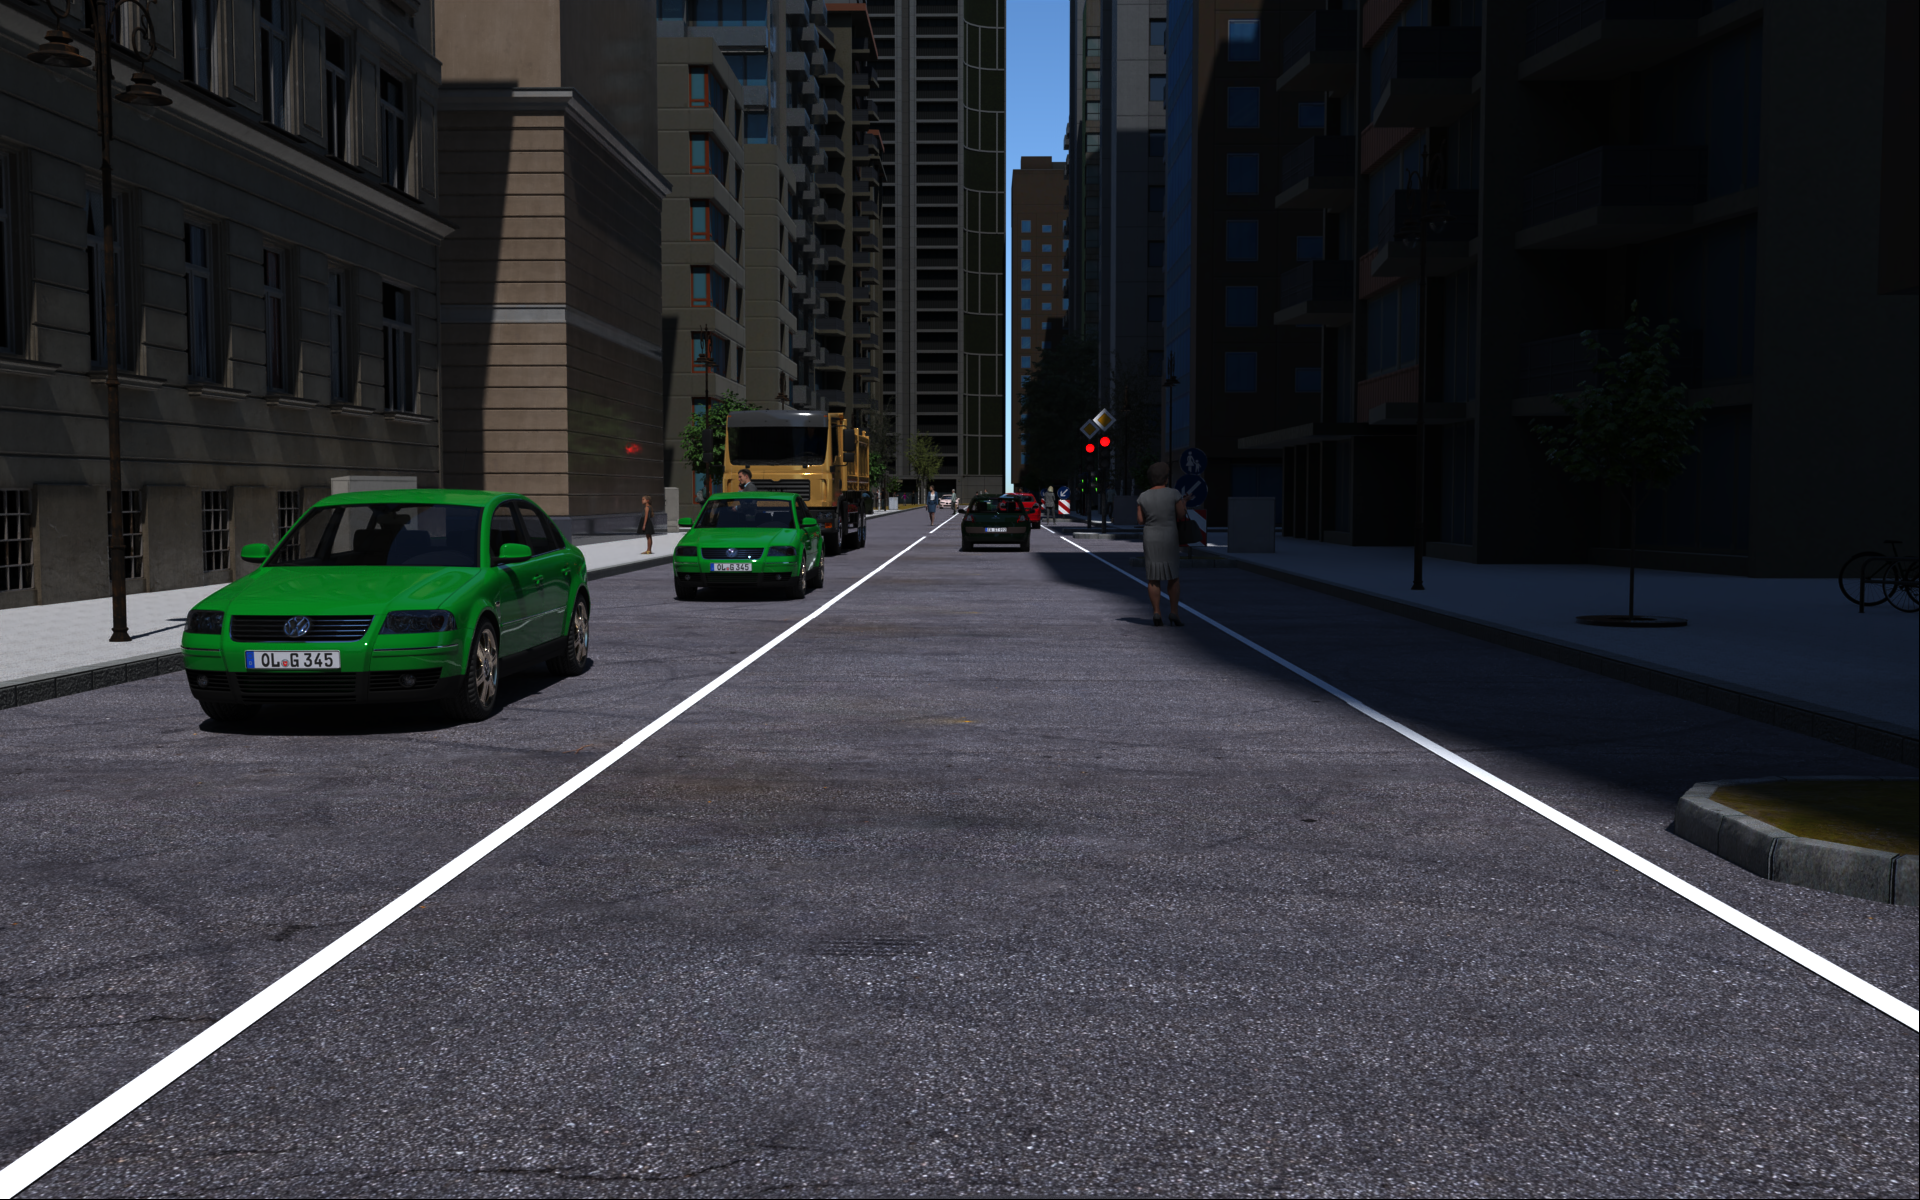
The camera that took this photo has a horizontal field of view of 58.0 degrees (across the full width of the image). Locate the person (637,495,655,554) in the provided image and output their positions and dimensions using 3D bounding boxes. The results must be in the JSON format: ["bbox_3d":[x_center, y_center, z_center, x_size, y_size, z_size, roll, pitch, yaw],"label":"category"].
[{"bbox_3d":[-6.686,-1.598,36.843,0.373,1.253,0.362,0,4,-2],"label":"person"}]

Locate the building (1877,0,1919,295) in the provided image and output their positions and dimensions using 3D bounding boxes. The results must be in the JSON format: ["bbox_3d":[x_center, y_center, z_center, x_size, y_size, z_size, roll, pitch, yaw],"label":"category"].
[{"bbox_3d":[13.346,-21.643,3.967,14.600,45.320,14.200,0,4,1],"label":"building"}]

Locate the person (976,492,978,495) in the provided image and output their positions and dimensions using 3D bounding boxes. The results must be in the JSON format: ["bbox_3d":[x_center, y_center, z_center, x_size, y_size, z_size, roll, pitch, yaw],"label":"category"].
[{"bbox_3d":[2.223,-12.593,215.099,0.721,1.736,1.217,0,4,1],"label":"person"}]

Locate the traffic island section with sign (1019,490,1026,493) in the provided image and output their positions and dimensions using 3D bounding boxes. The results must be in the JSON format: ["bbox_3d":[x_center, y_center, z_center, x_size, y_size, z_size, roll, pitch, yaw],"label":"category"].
[{"bbox_3d":[6.747,-11.319,193.686,1.989,1.847,2.006,0,4,1],"label":"traffic island section with sign"}]

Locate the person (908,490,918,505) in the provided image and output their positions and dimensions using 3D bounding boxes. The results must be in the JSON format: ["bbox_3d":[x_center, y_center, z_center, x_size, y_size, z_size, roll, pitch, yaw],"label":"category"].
[{"bbox_3d":[-5.391,-11.802,199.728,1.217,1.735,0.721,0,4,5],"label":"person"}]

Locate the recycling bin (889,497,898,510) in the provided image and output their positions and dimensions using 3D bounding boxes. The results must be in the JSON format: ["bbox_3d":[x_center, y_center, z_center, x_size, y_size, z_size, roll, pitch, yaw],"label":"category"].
[{"bbox_3d":[-5.340,-7.709,138.588,0.722,1.027,0.722,0,4,-6],"label":"recycling bin"}]

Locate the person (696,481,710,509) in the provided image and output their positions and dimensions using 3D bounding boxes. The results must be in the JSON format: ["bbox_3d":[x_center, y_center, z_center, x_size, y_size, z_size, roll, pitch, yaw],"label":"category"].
[{"bbox_3d":[-9.652,-3.653,65.747,0.713,1.824,0.794,0,4,1],"label":"person"}]

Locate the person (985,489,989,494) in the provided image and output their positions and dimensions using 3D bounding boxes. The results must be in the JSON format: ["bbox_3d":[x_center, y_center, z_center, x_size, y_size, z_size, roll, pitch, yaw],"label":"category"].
[{"bbox_3d":[1.998,-7.782,135.830,0.767,1.812,0.694,-1,4,-22],"label":"person"}]

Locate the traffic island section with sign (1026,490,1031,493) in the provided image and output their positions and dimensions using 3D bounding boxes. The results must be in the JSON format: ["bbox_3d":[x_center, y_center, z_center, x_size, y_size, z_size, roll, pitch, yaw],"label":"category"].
[{"bbox_3d":[5.609,-6.577,116.162,1.989,1.847,2.006,0,4,1],"label":"traffic island section with sign"}]

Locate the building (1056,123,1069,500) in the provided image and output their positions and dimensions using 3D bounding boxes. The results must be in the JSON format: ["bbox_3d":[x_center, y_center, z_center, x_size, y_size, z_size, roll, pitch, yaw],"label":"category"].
[{"bbox_3d":[23.205,-35.337,197.372,23.786,49.044,30.456,0,4,1],"label":"building"}]

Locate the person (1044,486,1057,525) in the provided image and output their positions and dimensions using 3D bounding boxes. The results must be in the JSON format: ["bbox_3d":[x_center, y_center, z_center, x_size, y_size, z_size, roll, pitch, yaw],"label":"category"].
[{"bbox_3d":[4.183,-4.396,80.558,0.537,1.800,0.526,2,4,27],"label":"person"}]

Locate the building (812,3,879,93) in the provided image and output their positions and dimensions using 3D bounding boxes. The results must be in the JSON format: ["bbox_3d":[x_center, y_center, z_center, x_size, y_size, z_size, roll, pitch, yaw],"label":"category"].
[{"bbox_3d":[-18.662,-30.535,153.865,22.147,44.769,28.867,0,4,1],"label":"building"}]

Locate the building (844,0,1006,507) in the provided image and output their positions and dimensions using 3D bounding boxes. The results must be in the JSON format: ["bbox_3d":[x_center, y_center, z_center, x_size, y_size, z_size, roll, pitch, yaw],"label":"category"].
[{"bbox_3d":[-4.066,-48.672,234.033,20.611,71.187,20.563,0,4,1],"label":"building"}]

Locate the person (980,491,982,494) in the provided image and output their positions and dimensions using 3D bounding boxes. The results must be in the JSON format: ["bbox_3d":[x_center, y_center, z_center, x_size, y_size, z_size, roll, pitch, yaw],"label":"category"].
[{"bbox_3d":[2.381,-10.948,188.227,0.721,1.736,1.217,-1,4,-20],"label":"person"}]

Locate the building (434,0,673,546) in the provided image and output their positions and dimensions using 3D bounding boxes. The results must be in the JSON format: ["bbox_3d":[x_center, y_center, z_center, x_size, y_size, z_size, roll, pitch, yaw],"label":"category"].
[{"bbox_3d":[-19.070,-16.022,47.857,20.117,28.700,13.634,0,4,1],"label":"building"}]

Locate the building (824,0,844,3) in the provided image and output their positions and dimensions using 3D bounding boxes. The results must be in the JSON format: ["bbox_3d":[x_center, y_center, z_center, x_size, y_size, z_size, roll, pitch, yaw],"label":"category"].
[{"bbox_3d":[-17.811,-45.229,177.741,20.563,71.187,20.611,0,4,1],"label":"building"}]

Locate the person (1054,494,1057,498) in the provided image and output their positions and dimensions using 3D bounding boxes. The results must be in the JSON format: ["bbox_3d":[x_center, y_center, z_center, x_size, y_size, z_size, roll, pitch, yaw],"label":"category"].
[{"bbox_3d":[9.227,-10.466,177.123,1.348,1.831,0.705,0,4,-8],"label":"person"}]

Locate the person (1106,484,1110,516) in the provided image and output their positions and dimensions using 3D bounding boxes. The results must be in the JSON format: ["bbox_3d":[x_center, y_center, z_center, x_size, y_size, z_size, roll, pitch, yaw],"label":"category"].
[{"bbox_3d":[8.149,-5.477,95.619,0.654,1.822,0.581,-1,4,-16],"label":"person"}]

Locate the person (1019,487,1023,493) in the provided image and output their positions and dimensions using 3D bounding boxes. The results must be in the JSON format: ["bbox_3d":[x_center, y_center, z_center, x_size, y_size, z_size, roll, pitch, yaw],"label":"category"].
[{"bbox_3d":[3.577,-5.654,100.922,0.713,1.824,0.794,2,4,29],"label":"person"}]

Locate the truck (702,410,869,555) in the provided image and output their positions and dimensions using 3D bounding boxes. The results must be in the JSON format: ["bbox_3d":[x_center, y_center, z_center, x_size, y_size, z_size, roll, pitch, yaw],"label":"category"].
[{"bbox_3d":[-3.951,-2.866,42.781,3.469,3.379,9.791,0,4,2],"label":"truck"}]

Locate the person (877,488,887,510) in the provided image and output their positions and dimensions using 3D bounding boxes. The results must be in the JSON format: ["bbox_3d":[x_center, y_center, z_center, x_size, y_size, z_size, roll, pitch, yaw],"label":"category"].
[{"bbox_3d":[-6.341,-8.332,142.282,0.705,1.822,1.348,3,4,36],"label":"person"}]

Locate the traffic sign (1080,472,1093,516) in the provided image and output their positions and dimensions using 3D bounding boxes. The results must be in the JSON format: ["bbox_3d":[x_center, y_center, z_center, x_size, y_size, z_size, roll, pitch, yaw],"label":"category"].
[{"bbox_3d":[7.296,-6.116,100.107,0.768,2.556,0.104,1,4,10],"label":"traffic sign"}]

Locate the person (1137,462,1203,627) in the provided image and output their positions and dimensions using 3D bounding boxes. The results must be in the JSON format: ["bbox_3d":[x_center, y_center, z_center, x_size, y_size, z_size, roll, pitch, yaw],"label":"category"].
[{"bbox_3d":[2.292,-0.609,18.808,0.716,1.782,0.532,1,4,20],"label":"person"}]

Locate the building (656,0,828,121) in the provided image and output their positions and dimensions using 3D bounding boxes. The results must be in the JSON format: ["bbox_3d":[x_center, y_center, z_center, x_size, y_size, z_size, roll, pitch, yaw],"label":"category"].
[{"bbox_3d":[-20.763,-30.435,117.222,23.786,49.044,30.456,0,4,1],"label":"building"}]

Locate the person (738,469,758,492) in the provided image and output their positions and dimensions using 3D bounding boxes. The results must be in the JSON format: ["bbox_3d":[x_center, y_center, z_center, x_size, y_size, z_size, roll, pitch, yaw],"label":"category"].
[{"bbox_3d":[-3.530,-1.234,28.475,0.447,1.846,0.655,-1,4,-9],"label":"person"}]

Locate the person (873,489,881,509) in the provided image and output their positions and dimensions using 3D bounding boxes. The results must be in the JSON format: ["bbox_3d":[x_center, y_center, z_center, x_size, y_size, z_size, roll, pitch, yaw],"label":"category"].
[{"bbox_3d":[-7.138,-8.701,149.099,0.445,1.727,0.742,2,4,31],"label":"person"}]

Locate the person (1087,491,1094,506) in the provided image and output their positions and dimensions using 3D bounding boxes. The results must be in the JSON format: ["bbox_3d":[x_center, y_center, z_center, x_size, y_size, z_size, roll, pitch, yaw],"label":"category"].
[{"bbox_3d":[9.739,-7.667,131.389,0.794,1.824,0.713,-2,4,-30],"label":"person"}]

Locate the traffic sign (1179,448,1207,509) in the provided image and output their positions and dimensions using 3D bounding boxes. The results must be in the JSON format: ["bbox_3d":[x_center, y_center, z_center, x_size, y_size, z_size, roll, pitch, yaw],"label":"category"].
[{"bbox_3d":[6.436,-2.920,47.843,0.768,2.556,0.104,0,4,2],"label":"traffic sign"}]

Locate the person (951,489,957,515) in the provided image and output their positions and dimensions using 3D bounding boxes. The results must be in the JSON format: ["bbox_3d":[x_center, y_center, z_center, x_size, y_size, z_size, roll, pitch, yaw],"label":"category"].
[{"bbox_3d":[-0.385,-6.842,120.860,0.515,1.767,0.782,1,4,13],"label":"person"}]

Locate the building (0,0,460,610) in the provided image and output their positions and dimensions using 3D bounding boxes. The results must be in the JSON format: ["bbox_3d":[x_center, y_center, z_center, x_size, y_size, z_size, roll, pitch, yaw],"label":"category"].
[{"bbox_3d":[-17.826,-11.428,20.135,16.112,22.955,30.059,0,4,1],"label":"building"}]

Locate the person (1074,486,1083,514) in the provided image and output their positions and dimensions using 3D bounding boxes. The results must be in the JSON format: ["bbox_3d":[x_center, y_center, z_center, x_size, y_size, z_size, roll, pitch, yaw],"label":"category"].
[{"bbox_3d":[7.796,-6.581,113.825,0.592,1.802,0.473,-2,4,-27],"label":"person"}]

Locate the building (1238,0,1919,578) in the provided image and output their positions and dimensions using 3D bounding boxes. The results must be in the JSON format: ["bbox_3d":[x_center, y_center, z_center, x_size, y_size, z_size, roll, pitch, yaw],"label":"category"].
[{"bbox_3d":[19.191,-23.477,38.477,22.147,44.769,28.867,0,4,1],"label":"building"}]

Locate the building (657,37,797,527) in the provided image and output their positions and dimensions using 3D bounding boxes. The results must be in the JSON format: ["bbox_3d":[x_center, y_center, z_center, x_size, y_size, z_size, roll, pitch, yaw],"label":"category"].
[{"bbox_3d":[-22.956,-14.400,80.483,27.650,21.520,28.899,0,4,1],"label":"building"}]

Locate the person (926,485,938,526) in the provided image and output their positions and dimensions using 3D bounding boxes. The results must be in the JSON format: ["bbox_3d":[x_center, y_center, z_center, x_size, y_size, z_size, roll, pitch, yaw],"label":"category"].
[{"bbox_3d":[-1.238,-4.270,78.338,0.581,1.822,0.654,1,4,16],"label":"person"}]

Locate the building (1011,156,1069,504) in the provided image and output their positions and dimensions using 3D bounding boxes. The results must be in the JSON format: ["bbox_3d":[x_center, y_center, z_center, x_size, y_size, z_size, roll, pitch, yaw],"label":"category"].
[{"bbox_3d":[14.064,-35.621,232.513,14.200,45.320,14.600,0,4,1],"label":"building"}]

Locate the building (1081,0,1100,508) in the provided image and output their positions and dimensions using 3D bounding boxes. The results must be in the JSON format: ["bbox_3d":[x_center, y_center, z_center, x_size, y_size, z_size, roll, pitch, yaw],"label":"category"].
[{"bbox_3d":[17.195,-28.288,146.101,14.154,41.232,14.086,0,4,1],"label":"building"}]

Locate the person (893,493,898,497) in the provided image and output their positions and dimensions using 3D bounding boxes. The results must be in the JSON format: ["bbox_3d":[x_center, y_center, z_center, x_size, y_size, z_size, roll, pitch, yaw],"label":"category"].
[{"bbox_3d":[-8.207,-12.955,220.845,0.750,1.759,0.617,-1,4,-10],"label":"person"}]

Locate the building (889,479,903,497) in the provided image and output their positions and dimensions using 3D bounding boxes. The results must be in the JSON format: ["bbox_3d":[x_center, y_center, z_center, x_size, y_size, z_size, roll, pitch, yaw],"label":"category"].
[{"bbox_3d":[-21.670,-33.479,202.013,28.867,44.769,22.147,0,4,1],"label":"building"}]

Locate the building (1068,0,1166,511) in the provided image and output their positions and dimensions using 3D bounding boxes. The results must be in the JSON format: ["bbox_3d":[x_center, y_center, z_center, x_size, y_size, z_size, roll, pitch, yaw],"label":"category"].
[{"bbox_3d":[21.030,-38.241,167.247,21.231,58.520,28.212,0,4,1],"label":"building"}]

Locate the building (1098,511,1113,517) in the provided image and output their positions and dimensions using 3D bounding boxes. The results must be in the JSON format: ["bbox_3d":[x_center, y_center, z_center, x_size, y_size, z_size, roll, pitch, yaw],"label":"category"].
[{"bbox_3d":[19.284,-34.638,108.333,21.231,58.520,28.212,0,4,1],"label":"building"}]

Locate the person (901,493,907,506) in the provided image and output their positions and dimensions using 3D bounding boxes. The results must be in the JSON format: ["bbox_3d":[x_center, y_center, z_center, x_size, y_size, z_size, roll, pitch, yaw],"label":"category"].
[{"bbox_3d":[-6.017,-11.041,189.782,0.991,1.433,0.599,-3,4,-37],"label":"person"}]

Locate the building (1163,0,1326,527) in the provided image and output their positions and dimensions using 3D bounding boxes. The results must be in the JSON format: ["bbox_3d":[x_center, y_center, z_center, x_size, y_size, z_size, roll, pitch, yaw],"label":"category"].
[{"bbox_3d":[16.259,-25.822,72.301,14.200,45.320,14.600,0,4,1],"label":"building"}]

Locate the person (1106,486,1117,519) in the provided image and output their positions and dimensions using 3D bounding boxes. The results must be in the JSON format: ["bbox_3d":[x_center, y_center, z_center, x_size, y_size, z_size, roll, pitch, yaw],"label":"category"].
[{"bbox_3d":[7.800,-5.023,88.657,0.782,1.767,0.515,2,4,26],"label":"person"}]
